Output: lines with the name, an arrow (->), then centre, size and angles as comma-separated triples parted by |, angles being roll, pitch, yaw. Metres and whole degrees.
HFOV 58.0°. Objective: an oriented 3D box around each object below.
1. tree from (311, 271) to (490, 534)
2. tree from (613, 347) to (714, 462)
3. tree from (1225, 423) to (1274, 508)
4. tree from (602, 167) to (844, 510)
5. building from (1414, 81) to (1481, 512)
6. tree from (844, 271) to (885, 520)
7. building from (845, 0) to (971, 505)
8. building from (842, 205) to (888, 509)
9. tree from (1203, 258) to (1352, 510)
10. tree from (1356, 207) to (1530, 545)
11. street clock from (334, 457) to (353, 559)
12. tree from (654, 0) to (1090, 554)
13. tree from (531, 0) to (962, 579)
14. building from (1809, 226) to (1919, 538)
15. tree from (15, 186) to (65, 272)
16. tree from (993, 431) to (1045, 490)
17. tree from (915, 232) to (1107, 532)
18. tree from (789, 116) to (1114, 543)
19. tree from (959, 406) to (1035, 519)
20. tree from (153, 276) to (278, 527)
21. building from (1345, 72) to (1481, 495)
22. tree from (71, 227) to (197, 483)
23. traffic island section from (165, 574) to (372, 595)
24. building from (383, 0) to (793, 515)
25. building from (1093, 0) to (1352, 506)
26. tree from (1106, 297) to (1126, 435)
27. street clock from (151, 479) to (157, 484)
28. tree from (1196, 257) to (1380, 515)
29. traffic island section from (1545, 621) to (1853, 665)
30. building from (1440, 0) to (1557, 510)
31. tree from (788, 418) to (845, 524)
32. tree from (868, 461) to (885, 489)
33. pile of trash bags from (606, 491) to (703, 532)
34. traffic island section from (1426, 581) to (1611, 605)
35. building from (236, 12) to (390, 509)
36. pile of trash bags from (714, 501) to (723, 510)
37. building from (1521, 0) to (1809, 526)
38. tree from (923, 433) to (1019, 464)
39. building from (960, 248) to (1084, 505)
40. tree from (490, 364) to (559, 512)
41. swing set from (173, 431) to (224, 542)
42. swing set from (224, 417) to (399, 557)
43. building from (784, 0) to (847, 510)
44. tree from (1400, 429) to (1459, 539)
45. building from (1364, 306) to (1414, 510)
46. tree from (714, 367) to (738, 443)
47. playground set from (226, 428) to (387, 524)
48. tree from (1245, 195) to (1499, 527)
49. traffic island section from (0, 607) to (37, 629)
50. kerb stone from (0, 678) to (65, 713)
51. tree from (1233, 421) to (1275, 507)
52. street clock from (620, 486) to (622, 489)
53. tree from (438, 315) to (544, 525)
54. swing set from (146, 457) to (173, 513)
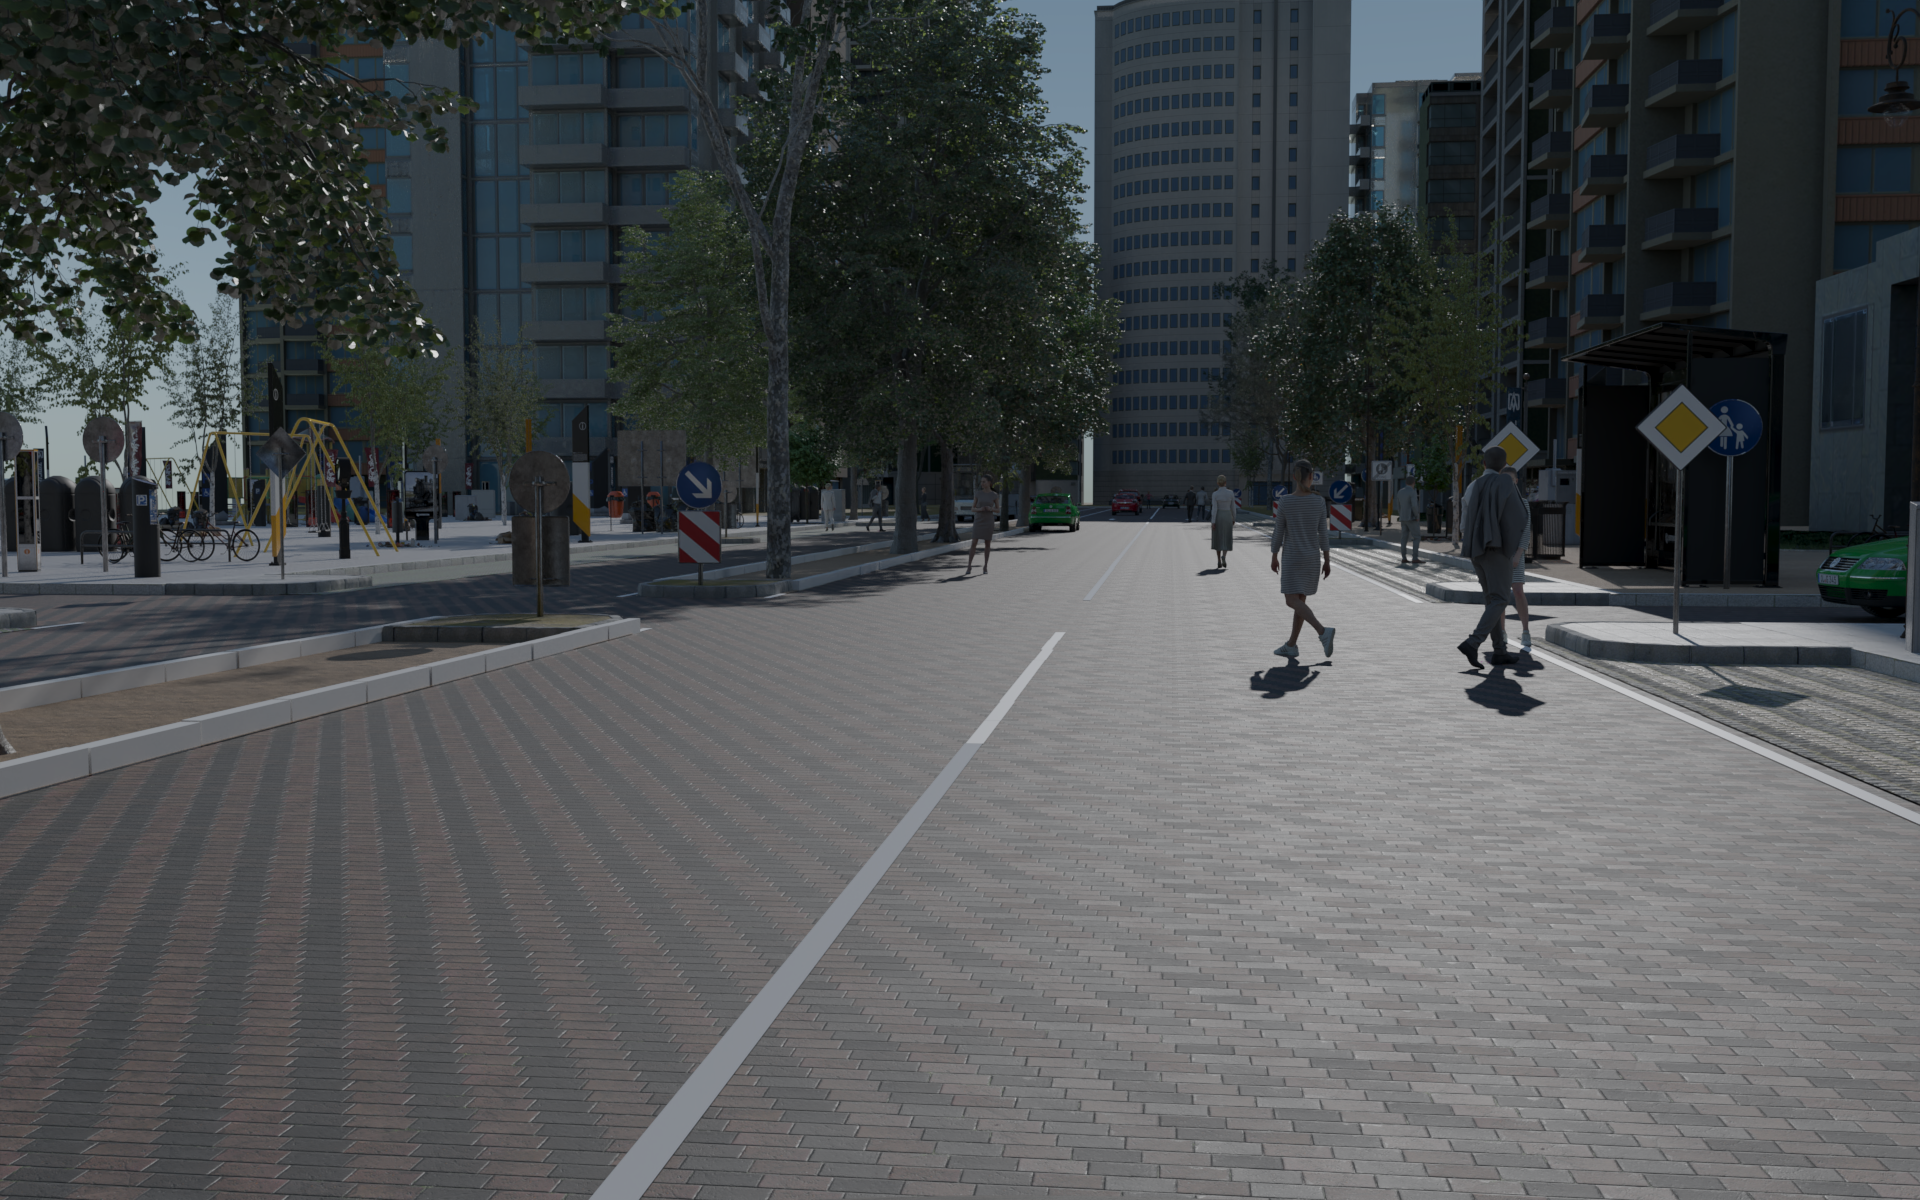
tree -> -18.316, -6.395, 54.923 | 4.737, 8.622, 4.395 | 0, 3, 0
tree -> -15.120, -8.211, 84.612 | 4.360, 8.622, 3.978 | 0, 3, 0
tree -> 26.723, -12.789, 159.462 | 4.737, 8.622, 4.395 | 0, 3, 0
tree -> -8.889, -8.750, 61.188 | 7.486, 12.596, 7.792 | 0, 3, 0
building -> 39.638, -21.557, 124.162 | 14.160, 30.474, 14.107 | 0, 4, 7
tree -> -5.309, -10.258, 85.840 | 7.486, 12.596, 7.792 | 0, 3, 0
building -> -10.008, -46.921, 205.404 | 20.611, 71.187, 20.563 | 0, 4, 7
building -> -14.145, -23.772, 160.376 | 14.107, 30.474, 14.160 | 0, 4, 7
tree -> 25.453, -17.197, 137.055 | 12.611, 20.169, 13.585 | 0, 3, 0
tree -> 12.390, -5.703, 43.602 | 4.737, 8.622, 4.395 | 0, 3, 0
street clock -> -12.196, -1.817, 34.276 | 0.358, 2.002, 0.471 | -2, 4, -31
tree -> -1.321, -8.065, 40.970 | 9.857, 13.997, 8.962 | 0, 3, 0
tree -> -4.175, -10.482, 29.731 | 12.611, 20.169, 13.585 | 0, 3, 0
building -> 38.529, -44.380, 38.292 | 31.000, 86.520, 22.319 | 0, 4, 7
tree -> -19.416, -5.048, 32.904 | 4.360, 8.622, 3.978 | 0, 3, 0
tree -> 3.161, -7.983, 83.341 | 4.360, 8.622, 3.978 | 0, 3, 0
tree -> 1.783, -8.417, 65.836 | 9.928, 11.665, 9.643 | 0, 3, 0
tree -> -0.374, -8.032, 50.781 | 9.611, 12.733, 9.660 | 0, 3, 0
tree -> 0.565, -6.470, 58.603 | 4.737, 8.622, 4.395 | 0, 3, 0
tree -> -25.524, -6.648, 59.061 | 4.360, 8.622, 3.978 | 0, 3, 0
building -> 59.084, -35.472, 199.572 | 30.456, 49.044, 23.786 | 0, 4, 7
tree -> -22.720, -5.876, 46.441 | 4.737, 8.622, 4.395 | 0, 3, 0
traffic island section -> -10.194, -0.229, 26.022 | 2.009, 0.180, 2.903 | 0, 4, 7
building -> -24.188, -30.505, 118.366 | 23.786, 49.044, 30.456 | 0, 4, 7
building -> 29.767, -40.318, 201.190 | 28.212, 58.520, 21.231 | 0, 4, 7
tree -> 2.810, -10.206, 75.973 | 9.857, 13.997, 8.962 | 0, 3, 0
street clock -> -38.756, -4.797, 83.004 | 0.471, 2.002, 0.358 | -1, 4, -17
tree -> 18.154, -10.912, 88.774 | 12.009, 13.543, 11.850 | 0, 3, 0
traffic island section -> 6.604, 0.388, 15.941 | 2.009, 0.180, 2.903 | 0, 4, 7
building -> 41.831, -40.792, 105.200 | 20.563, 71.187, 20.611 | 0, 4, 7
tree -> -6.607, -5.555, 74.540 | 4.285, 4.588, 4.351 | 0, 3, 0
tree -> -4.281, -8.966, 96.958 | 4.360, 8.622, 3.978 | 0, 3, 0
pile of trash bags -> -10.723, -3.033, 59.339 | 3.447, 1.369, 1.912 | 2, 4, 29
traffic island section -> 7.566, -0.097, 23.868 | 2.009, 0.180, 2.903 | 0, 4, 7
building -> -50.193, -30.904, 159.902 | 28.867, 44.769, 22.147 | 0, 4, 7
pile of trash bags -> -11.441, -3.852, 72.726 | 3.447, 1.369, 1.912 | 0, 4, -7
building -> 39.114, -26.053, 80.585 | 22.147, 44.769, 28.867 | 0, 4, 7
tree -> 1.920, -14.218, 142.839 | 12.009, 13.543, 11.850 | 0, 3, 0
building -> 7.345, -26.351, 202.532 | 14.107, 30.474, 14.160 | 0, 4, 7
tree -> -24.785, -9.003, 97.565 | 4.737, 8.622, 4.395 | 0, 3, 0
swing set -> -17.862, -2.872, 44.582 | 2.862, 2.851, 3.119 | 2, 4, 30
swing set -> -13.600, -2.387, 36.642 | 2.862, 2.851, 3.119 | -1, 4, -10
building -> -17.301, -29.968, 140.095 | 14.600, 45.320, 14.200 | 0, 4, 7
tree -> 13.887, -3.409, 50.344 | 1.663, 3.219, 1.824 | 0, 3, 0
building -> 49.709, -18.386, 145.652 | 27.650, 21.520, 28.899 | 0, 4, 7
tree -> -13.964, -8.830, 94.726 | 4.360, 8.622, 3.978 | 0, 3, 0
playground set -> -28.460, -5.404, 75.141 | 5.637, 4.214, 5.302 | 1, 4, 18
tree -> 15.942, -9.177, 67.060 | 9.611, 12.733, 9.660 | 0, 3, 0
traffic island section -> -11.157, 0.256, 18.095 | 2.009, 0.180, 2.903 | 0, 4, 7
kerb stone -> -6.258, 0.648, 11.600 | 0.120, 0.150, 1.000 | 0, 4, 7
tree -> 28.266, -13.275, 167.403 | 4.360, 8.622, 3.978 | 0, 3, 0
street clock -> -19.423, -5.860, 100.383 | 0.471, 2.002, 0.358 | 1, 4, 18
tree -> -18.722, -7.335, 70.294 | 4.360, 8.622, 3.978 | 0, 3, 0
swing set -> -34.462, -4.706, 74.567 | 3.119, 2.851, 2.862 | 3, 5, 43
